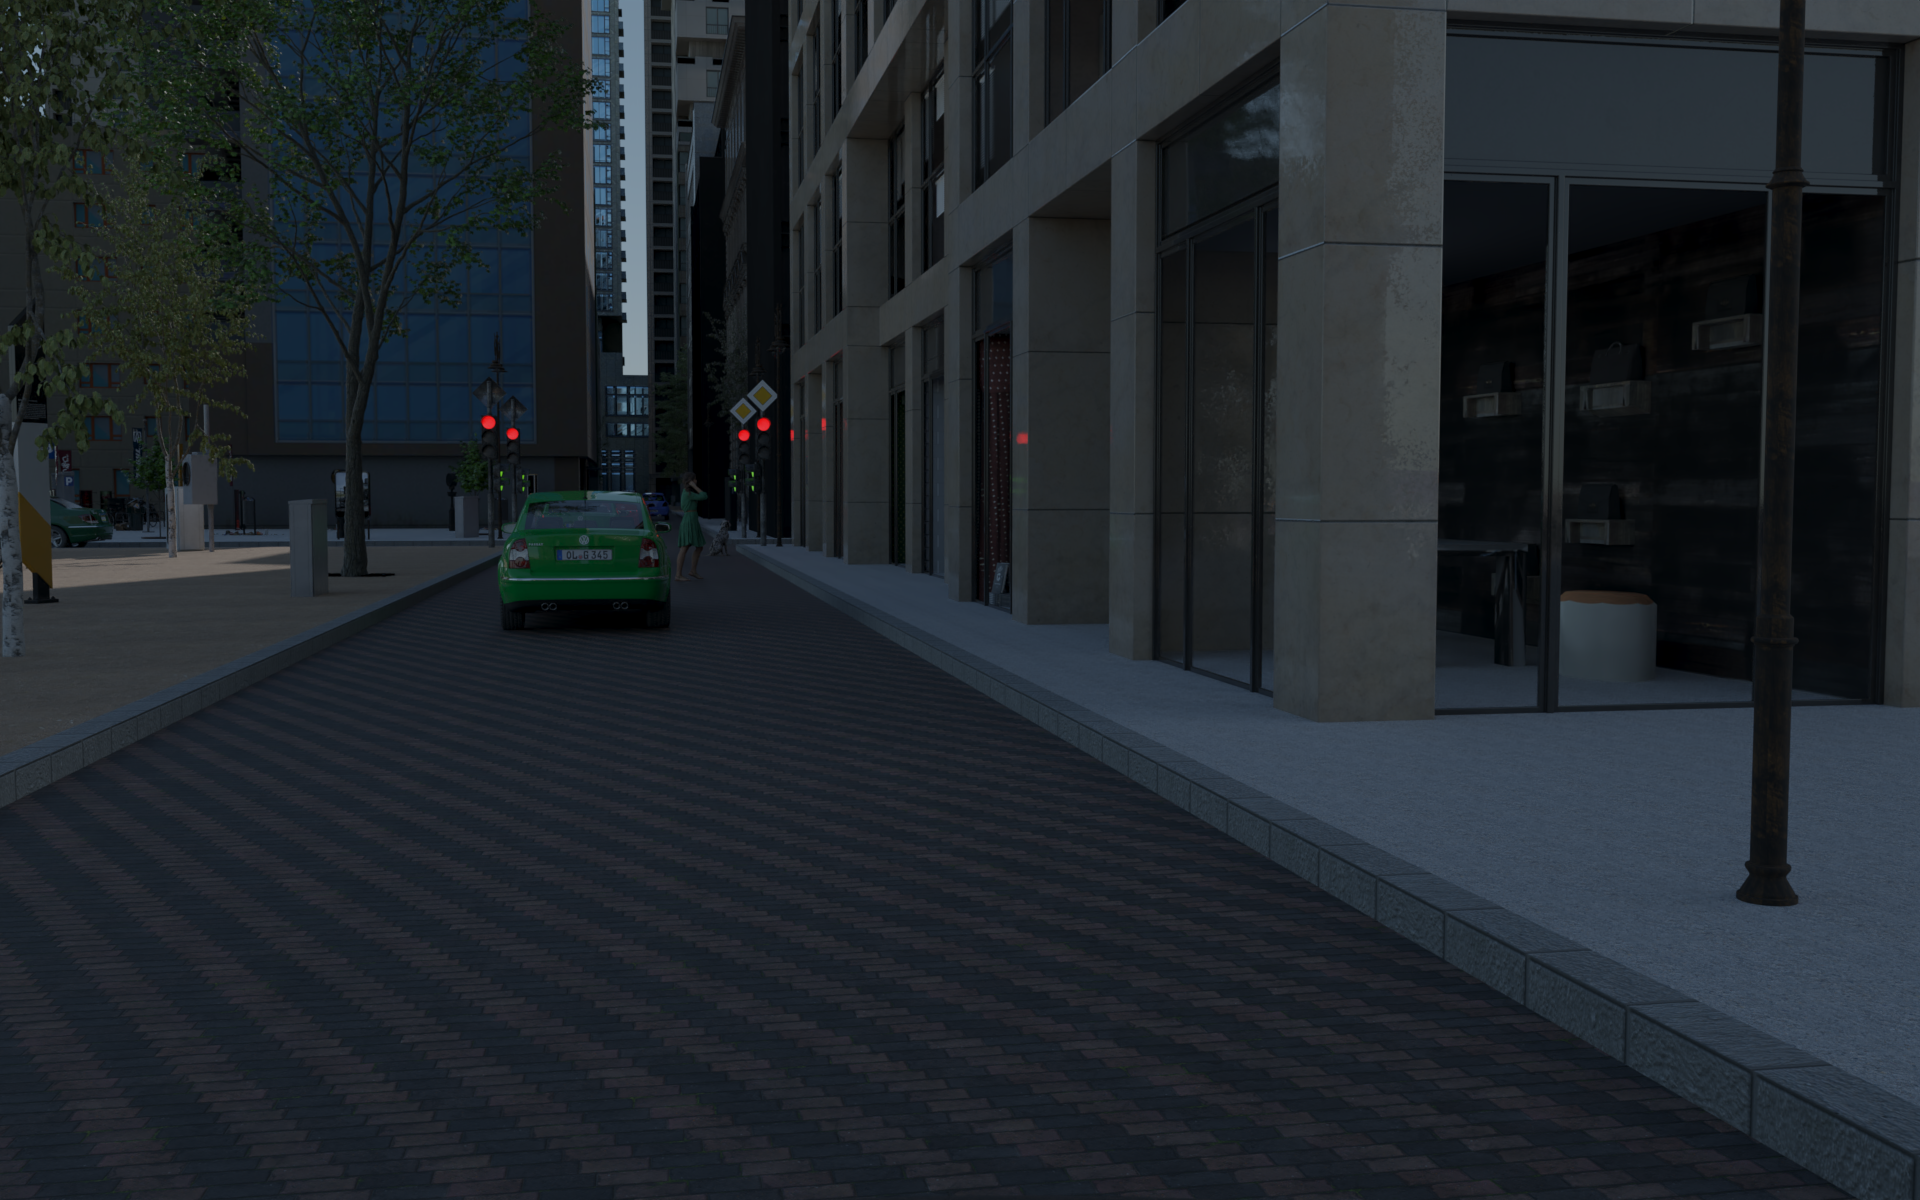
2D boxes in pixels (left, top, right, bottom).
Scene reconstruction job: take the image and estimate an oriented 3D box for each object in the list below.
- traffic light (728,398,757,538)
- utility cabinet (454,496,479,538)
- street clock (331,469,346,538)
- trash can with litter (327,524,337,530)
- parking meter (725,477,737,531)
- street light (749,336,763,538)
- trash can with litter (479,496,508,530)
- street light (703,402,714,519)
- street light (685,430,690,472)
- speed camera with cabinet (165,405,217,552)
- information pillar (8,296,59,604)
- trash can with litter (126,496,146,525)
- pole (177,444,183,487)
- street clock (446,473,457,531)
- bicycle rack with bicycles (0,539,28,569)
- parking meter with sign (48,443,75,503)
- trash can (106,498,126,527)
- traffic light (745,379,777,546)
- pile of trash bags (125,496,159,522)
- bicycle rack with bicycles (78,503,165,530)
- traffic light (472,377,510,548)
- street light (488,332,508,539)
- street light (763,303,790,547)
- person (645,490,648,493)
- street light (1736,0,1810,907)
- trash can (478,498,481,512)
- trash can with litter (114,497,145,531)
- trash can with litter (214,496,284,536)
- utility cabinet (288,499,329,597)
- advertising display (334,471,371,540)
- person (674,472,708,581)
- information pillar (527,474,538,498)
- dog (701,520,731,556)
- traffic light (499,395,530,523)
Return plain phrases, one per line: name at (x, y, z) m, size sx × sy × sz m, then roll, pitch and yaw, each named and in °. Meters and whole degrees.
traffic light at (-6.323, -3.765, 50.470) m, size 0.839 × 4.253 × 0.868 m, roll -1°, pitch 4°, yaw -10°
utility cabinet at (-14.532, -2.438, 51.022) m, size 0.306 × 1.237 × 1.020 m, roll 1°, pitch 4°, yaw 9°
street clock at (-18.013, -2.801, 50.366) m, size 0.471 × 2.002 × 0.358 m, roll 1°, pitch 4°, yaw 19°
trash can with litter at (-22.264, -3.124, 62.138) m, size 1.678 × 1.210 × 2.233 m, roll -1°, pitch 4°, yaw -9°
parking meter at (-7.960, -3.337, 60.265) m, size 0.255 × 1.863 × 0.399 m, roll 3°, pitch 4°, yaw 36°
street light at (-5.931, -4.779, 50.924) m, size 0.468 × 5.910 × 1.993 m, roll -1°, pitch 4°, yaw -10°
trash can with litter at (-16.886, -3.127, 62.183) m, size 2.233 × 1.210 × 1.678 m, roll -1°, pitch 4°, yaw -11°
street light at (-12.665, -7.005, 87.325) m, size 0.468 × 5.910 × 1.993 m, roll -1°, pitch 4°, yaw -10°
street light at (-19.487, -9.255, 124.106) m, size 0.468 × 5.910 × 1.993 m, roll -1°, pitch 4°, yaw -10°
speed camera with cabinet at (-17.243, -2.719, 38.794) m, size 0.660 × 3.252 × 2.038 m, roll -3°, pitch 5°, yaw -40°
information pillar at (-10.820, -1.763, 20.178) m, size 0.183 × 3.616 × 0.504 m, roll 1°, pitch 4°, yaw 14°
trash can with litter at (-34.827, -3.726, 71.984) m, size 1.678 × 1.210 × 2.233 m, roll 3°, pitch 5°, yaw 41°
pole at (-31.553, -4.668, 70.168) m, size 0.158 × 3.312 × 0.155 m, roll 0°, pitch 3°, yaw 0°
street clock at (-17.600, -3.391, 60.011) m, size 0.358 × 2.002 × 0.471 m, roll -3°, pitch 5°, yaw -39°
bicycle rack with bicycles at (-17.044, -0.958, 29.038) m, size 2.925 × 0.926 × 2.852 m, roll 1°, pitch 4°, yaw 19°
parking meter with sign at (-30.224, -3.796, 58.332) m, size 1.738 × 3.016 × 0.543 m, roll 2°, pitch 4°, yaw 30°
trash can at (-33.289, -3.468, 68.351) m, size 0.748 × 1.137 × 0.748 m, roll 0°, pitch 3°, yaw 0°
traffic light at (-4.866, -3.284, 42.619) m, size 0.839 × 4.253 × 0.868 m, roll -1°, pitch 4°, yaw -10°
pile of trash bags at (-37.580, -4.302, 80.097) m, size 3.447 × 1.369 × 1.912 m, roll -3°, pitch 4°, yaw -37°
bicycle rack with bicycles at (-31.970, -3.249, 66.499) m, size 2.852 × 0.926 × 2.925 m, roll 0°, pitch 4°, yaw -6°
traffic light at (-11.216, -3.211, 41.428) m, size 0.839 × 4.253 × 0.868 m, roll -1°, pitch 4°, yaw -10°
street light at (-13.169, -4.688, 49.437) m, size 0.468 × 5.910 × 1.993 m, roll -1°, pitch 4°, yaw -10°
street light at (-4.411, -4.240, 42.116) m, size 0.468 × 5.910 × 1.993 m, roll -1°, pitch 4°, yaw -10°
person at (-27.766, -8.865, 153.435) m, size 0.705 × 1.826 × 1.348 m, roll 2°, pitch 4°, yaw 24°
street light at (2.551, -1.988, 5.294) m, size 0.468 × 5.910 × 1.993 m, roll -1°, pitch 4°, yaw -10°
trash can at (-15.954, -2.732, 56.320) m, size 0.748 × 1.137 × 0.748 m, roll 0°, pitch 3°, yaw 0°
trash can with litter at (-28.972, -2.994, 60.332) m, size 1.055 × 1.170 × 0.624 m, roll 0°, pitch 4°, yaw 4°
trash can with litter at (-22.426, -2.639, 54.212) m, size 2.233 × 1.210 × 1.678 m, roll 2°, pitch 4°, yaw 29°
utility cabinet at (-8.292, -0.666, 22.046) m, size 0.306 × 1.237 × 1.020 m, roll -1°, pitch 4°, yaw -10°
advertising display at (-17.064, -2.658, 48.679) m, size 0.974 × 1.923 × 0.123 m, roll 0°, pitch 4°, yaw 0°
person at (-4.475, -1.214, 28.594) m, size 0.529 × 1.795 × 0.600 m, roll -2°, pitch 4°, yaw -25°
information pillar at (-15.800, -3.641, 64.027) m, size 0.304 × 2.012 × 0.304 m, roll 0°, pitch 4°, yaw 6°
dog at (-5.710, -1.435, 40.291) m, size 0.800 × 0.831 × 0.513 m, roll -1°, pitch 4°, yaw -12°
traffic light at (-12.673, -3.692, 49.280) m, size 0.839 × 4.253 × 0.868 m, roll -1°, pitch 4°, yaw -10°
